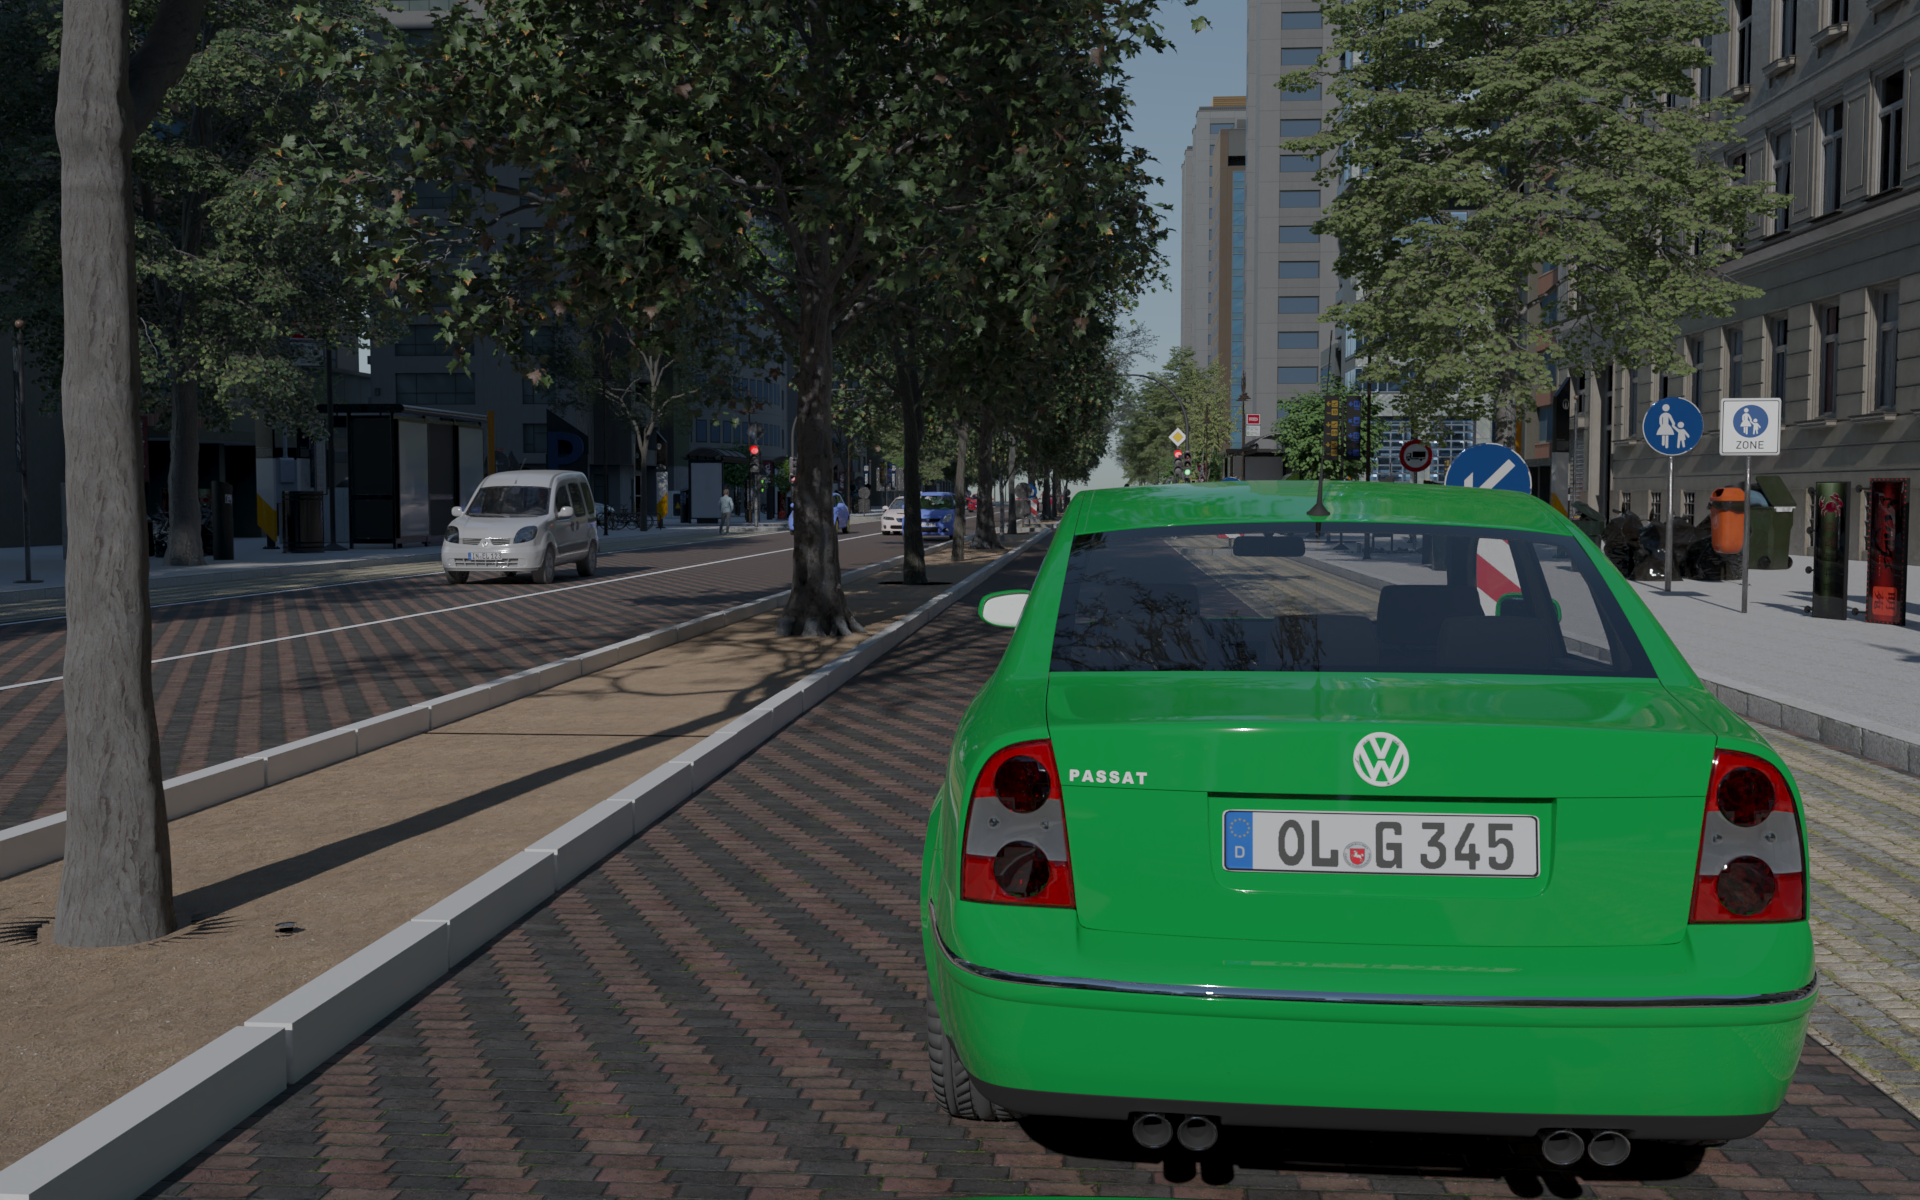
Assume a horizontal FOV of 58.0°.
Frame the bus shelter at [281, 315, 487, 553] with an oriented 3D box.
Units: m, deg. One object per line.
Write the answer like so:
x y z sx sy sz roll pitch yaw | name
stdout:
-13.770 -3.911 41.582 2.179 5.291 8.768 0 4 5 | bus shelter

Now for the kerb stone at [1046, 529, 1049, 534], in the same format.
2.909 -2.304 59.864 0.120 0.150 1.000 0 4 5 | kerb stone

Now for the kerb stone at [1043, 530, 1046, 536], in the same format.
2.660 -2.117 56.807 0.120 0.150 1.000 0 4 5 | kerb stone

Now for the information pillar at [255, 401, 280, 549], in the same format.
-16.119 -2.991 40.257 0.504 3.616 0.183 1 4 17 | information pillar

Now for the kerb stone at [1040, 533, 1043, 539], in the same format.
2.404 -1.929 53.735 0.120 0.150 1.000 0 4 5 | kerb stone

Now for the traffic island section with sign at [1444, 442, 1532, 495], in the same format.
4.027 -0.337 14.142 1.989 1.847 2.006 0 4 5 | traffic island section with sign

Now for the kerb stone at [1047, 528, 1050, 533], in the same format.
2.992 -2.366 60.884 0.120 0.150 1.000 0 4 5 | kerb stone

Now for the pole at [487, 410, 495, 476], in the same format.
-11.455 -2.967 42.347 0.158 3.312 0.155 0 3 0 | pole

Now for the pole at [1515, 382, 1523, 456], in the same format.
10.149 -2.314 31.679 0.158 3.312 0.155 0 3 0 | pole

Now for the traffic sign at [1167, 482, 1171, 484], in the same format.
15.087 -7.532 123.251 0.768 2.556 0.104 1 4 14 | traffic sign

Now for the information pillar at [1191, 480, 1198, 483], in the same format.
12.004 -5.151 88.703 0.304 2.012 0.304 2 4 29 | information pillar

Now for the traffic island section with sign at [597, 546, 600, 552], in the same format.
-9.918 -2.062 42.347 1.989 1.847 2.006 0 4 5 | traffic island section with sign

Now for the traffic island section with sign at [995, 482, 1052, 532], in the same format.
2.379 -3.561 66.356 2.006 1.907 1.989 0 4 5 | traffic island section with sign

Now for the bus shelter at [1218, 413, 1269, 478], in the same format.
13.675 -6.500 83.913 2.179 5.291 8.768 0 4 5 | bus shelter

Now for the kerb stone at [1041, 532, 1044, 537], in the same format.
2.489 -1.986 54.764 0.120 0.150 1.000 0 4 5 | kerb stone

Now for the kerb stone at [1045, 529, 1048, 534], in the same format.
2.820 -2.232 58.846 0.120 0.150 1.000 0 4 5 | kerb stone

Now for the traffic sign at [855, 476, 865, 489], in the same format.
-7.127 -7.527 123.168 0.768 2.556 0.104 1 4 11 | traffic sign

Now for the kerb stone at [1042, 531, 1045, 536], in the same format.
2.565 -2.055 55.789 0.120 0.150 1.000 0 4 5 | kerb stone

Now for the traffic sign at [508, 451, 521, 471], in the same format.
-13.457 -3.179 51.980 0.884 2.594 0.081 1 4 10 | traffic sign

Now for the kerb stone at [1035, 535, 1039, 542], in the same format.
2.152 -1.741 50.661 0.120 0.150 1.000 0 4 5 | kerb stone

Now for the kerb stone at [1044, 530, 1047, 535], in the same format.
2.744 -2.173 57.826 0.120 0.150 1.000 0 4 5 | kerb stone

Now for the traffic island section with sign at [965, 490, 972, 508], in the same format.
0.884 -10.083 173.491 1.989 1.847 2.006 0 4 5 | traffic island section with sign

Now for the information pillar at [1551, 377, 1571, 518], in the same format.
11.956 -2.637 34.475 0.504 3.616 0.183 -3 4 -39 | information pillar

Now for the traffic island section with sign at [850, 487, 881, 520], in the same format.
-5.387 -5.430 97.411 1.989 1.847 2.006 0 4 5 | traffic island section with sign

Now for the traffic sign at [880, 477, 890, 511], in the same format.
-5.501 -7.750 126.812 0.768 2.556 0.104 1 4 14 | traffic sign

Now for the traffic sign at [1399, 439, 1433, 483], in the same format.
10.589 -2.457 40.273 0.768 2.556 0.104 1 4 14 | traffic sign

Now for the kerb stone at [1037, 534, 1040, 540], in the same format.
2.232 -1.803 51.681 0.120 0.150 1.000 0 4 5 | kerb stone

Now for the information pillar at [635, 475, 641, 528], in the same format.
-12.131 -3.746 65.736 0.304 2.012 0.304 1 4 22 | information pillar

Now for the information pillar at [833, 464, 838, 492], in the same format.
-9.735 -8.766 134.675 0.504 3.616 0.183 0 4 -7 | information pillar

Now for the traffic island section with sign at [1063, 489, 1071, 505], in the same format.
9.158 -8.593 148.624 2.006 1.907 1.989 0 4 5 | traffic island section with sign

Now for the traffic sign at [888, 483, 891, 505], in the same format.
-5.164 -7.871 128.798 0.768 2.556 0.104 0 4 5 | traffic sign

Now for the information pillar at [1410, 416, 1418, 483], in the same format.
11.901 -3.308 45.439 0.183 3.616 0.504 2 4 28 | information pillar

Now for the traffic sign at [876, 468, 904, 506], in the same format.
-5.355 -8.571 134.009 2.265 3.308 0.079 1 4 10 | traffic sign

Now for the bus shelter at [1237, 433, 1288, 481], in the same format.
10.729 -4.017 59.596 2.014 3.302 5.546 0 4 5 | bus shelter

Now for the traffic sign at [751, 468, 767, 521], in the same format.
-9.399 -4.948 81.006 0.768 2.556 0.104 1 4 10 | traffic sign

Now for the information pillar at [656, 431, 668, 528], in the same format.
-11.123 -4.480 64.596 0.504 3.616 0.183 2 4 32 | information pillar

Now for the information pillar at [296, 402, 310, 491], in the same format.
-15.346 -3.004 40.475 0.183 3.616 0.504 0 4 6 | information pillar

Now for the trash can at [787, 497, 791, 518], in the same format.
-8.728 -4.822 90.497 0.748 1.137 0.748 0 3 0 | trash can

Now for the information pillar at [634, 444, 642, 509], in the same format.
-14.986 -5.460 80.631 0.183 3.616 0.504 2 4 32 | information pillar

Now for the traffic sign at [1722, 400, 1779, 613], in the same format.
8.445 -1.006 18.582 0.606 2.300 0.079 0 4 8 | traffic sign

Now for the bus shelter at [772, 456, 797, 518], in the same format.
-8.923 -6.108 93.782 2.014 3.302 5.546 0 4 5 | bus shelter

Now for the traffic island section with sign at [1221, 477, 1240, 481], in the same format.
6.244 -1.981 41.011 1.989 1.847 2.006 0 4 5 | traffic island section with sign

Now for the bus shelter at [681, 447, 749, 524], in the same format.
-10.776 -5.099 77.285 2.014 3.302 5.546 0 4 5 | bus shelter

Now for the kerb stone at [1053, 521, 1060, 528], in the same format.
4.305 -3.339 76.789 0.120 0.150 1.000 0 4 5 | kerb stone

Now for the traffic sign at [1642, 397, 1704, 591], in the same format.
9.343 -1.387 22.783 0.768 2.556 0.104 0 4 7 | traffic sign

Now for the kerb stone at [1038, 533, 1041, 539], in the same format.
2.326 -1.866 52.711 0.120 0.150 1.000 0 4 5 | kerb stone

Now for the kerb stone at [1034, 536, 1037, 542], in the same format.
2.058 -1.678 49.639 0.120 0.150 1.000 0 4 5 | kerb stone

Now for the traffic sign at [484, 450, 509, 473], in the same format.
-13.543 -3.091 50.637 0.768 2.556 0.104 0 4 8 | traffic sign
